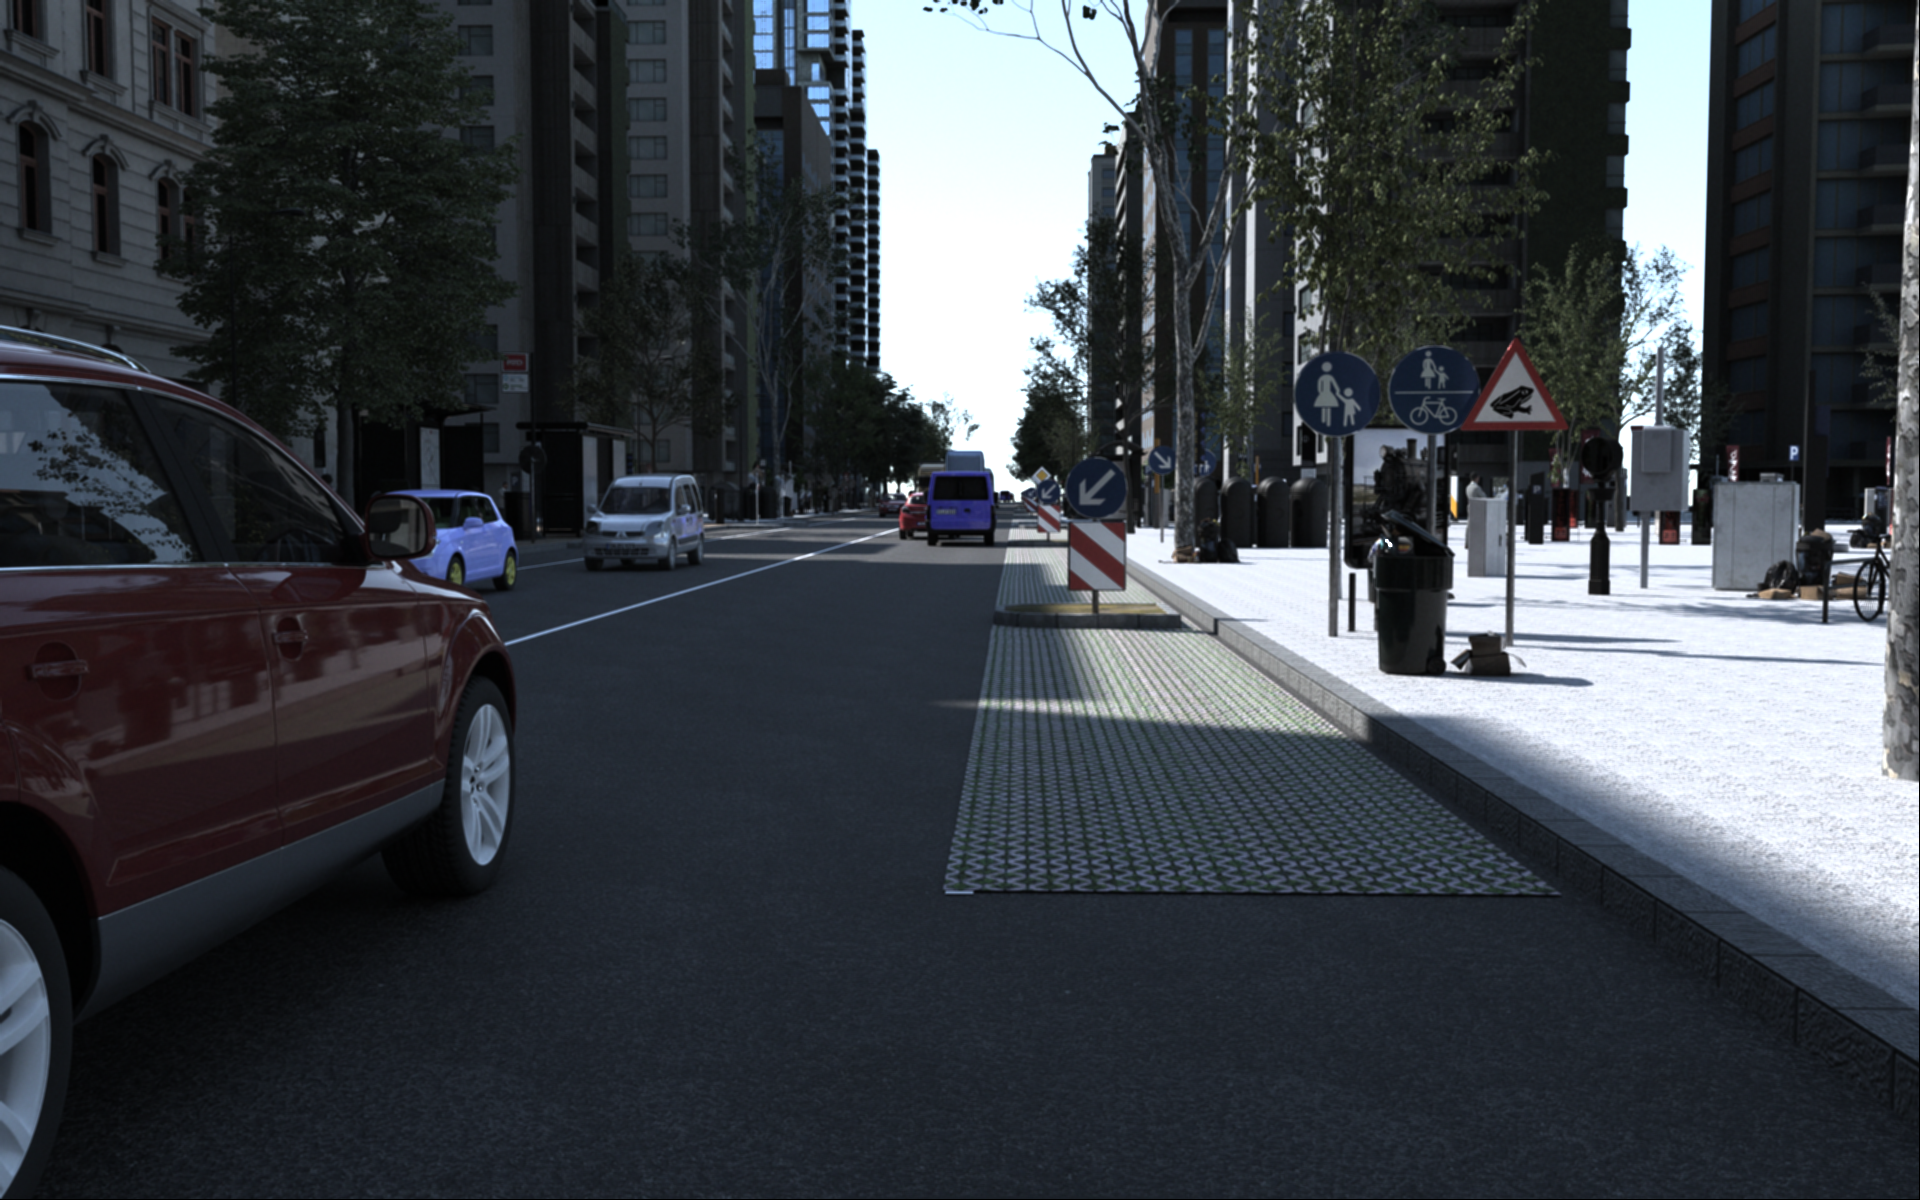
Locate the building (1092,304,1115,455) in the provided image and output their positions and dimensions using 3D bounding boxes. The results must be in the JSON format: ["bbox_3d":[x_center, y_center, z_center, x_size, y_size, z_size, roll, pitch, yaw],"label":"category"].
[{"bbox_3d":[28.717,-30.859,276.249,14.160,30.474,14.107,0,4,2],"label":"building"}]

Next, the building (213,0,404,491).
[{"bbox_3d":[-29.144,-12.485,58.888,16.860,20.320,10.420,0,4,2],"label":"building"}]

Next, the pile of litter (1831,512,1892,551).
[{"bbox_3d":[21.892,-1.660,41.107,1.719,0.858,1.176,-1,4,-15],"label":"pile of litter"}]

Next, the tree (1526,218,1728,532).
[{"bbox_3d":[22.194,-7.615,58.922,7.601,10.594,8.767,1,4,16],"label":"tree"}]

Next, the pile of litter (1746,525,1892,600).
[{"bbox_3d":[10.612,-0.447,21.280,1.719,0.858,1.176,2,4,25],"label":"pile of litter"}]

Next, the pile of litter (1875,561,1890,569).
[{"bbox_3d":[16.278,-0.938,29.308,1.176,0.858,1.719,0,4,5],"label":"pile of litter"}]

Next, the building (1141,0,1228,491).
[{"bbox_3d":[22.908,-30.370,146.653,14.600,45.320,14.200,0,4,2],"label":"building"}]

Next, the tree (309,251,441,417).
[{"bbox_3d":[-16.840,-6.129,50.573,4.737,8.622,4.395,0,3,0],"label":"tree"}]

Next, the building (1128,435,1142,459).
[{"bbox_3d":[29.812,-53.179,182.149,22.319,86.520,31.000,0,4,2],"label":"building"}]

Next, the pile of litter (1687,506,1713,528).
[{"bbox_3d":[28.927,-3.227,66.726,1.176,0.858,1.719,1,4,10],"label":"pile of litter"}]

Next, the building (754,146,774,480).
[{"bbox_3d":[-32.625,-29.149,168.474,32.217,40.220,23.993,0,4,2],"label":"building"}]

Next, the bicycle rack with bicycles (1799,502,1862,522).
[{"bbox_3d":[40.576,-4.129,80.897,2.925,0.926,2.852,2,4,23],"label":"bicycle rack with bicycles"}]

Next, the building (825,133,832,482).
[{"bbox_3d":[-22.596,-33.754,201.988,14.600,45.320,14.200,0,4,2],"label":"building"}]

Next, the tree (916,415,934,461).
[{"bbox_3d":[-6.933,-16.361,193.265,9.928,11.665,9.643,0,3,0],"label":"tree"}]

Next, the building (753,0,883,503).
[{"bbox_3d":[-23.474,-59.966,293.113,22.319,86.520,31.000,0,4,2],"label":"building"}]

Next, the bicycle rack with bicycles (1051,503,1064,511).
[{"bbox_3d":[8.188,-6.940,126.852,2.852,0.926,2.925,-1,4,-20],"label":"bicycle rack with bicycles"}]

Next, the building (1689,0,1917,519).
[{"bbox_3d":[56.357,-27.000,96.077,28.867,44.769,22.147,0,4,2],"label":"building"}]

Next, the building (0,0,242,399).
[{"bbox_3d":[-27.375,-15.315,37.785,14.401,28.519,23.554,0,4,2],"label":"building"}]

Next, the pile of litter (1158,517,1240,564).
[{"bbox_3d":[4.502,-1.134,32.508,1.719,0.858,1.176,-1,4,-10],"label":"pile of litter"}]

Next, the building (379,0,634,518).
[{"bbox_3d":[-26.627,-19.814,95.668,14.160,30.474,14.107,0,4,2],"label":"building"}]

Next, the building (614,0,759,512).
[{"bbox_3d":[-22.395,-26.853,122.646,14.154,41.232,14.086,0,4,2],"label":"building"}]

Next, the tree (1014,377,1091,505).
[{"bbox_3d":[8.430,-14.978,163.013,7.486,12.596,7.792,0,3,0],"label":"tree"}]

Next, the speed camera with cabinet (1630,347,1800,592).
[{"bbox_3d":[10.118,-1.767,23.219,2.038,3.252,0.660,2,4,31],"label":"speed camera with cabinet"}]

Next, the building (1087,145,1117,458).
[{"bbox_3d":[32.433,-46.240,298.029,21.231,58.520,28.212,0,4,2],"label":"building"}]

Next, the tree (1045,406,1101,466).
[{"bbox_3d":[8.756,-11.181,133.169,4.737,8.622,4.395,0,3,0],"label":"tree"}]

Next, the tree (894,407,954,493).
[{"bbox_3d":[-5.342,-18.654,223.118,7.486,12.596,7.792,0,3,0],"label":"tree"}]

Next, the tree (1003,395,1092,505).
[{"bbox_3d":[9.578,-16.559,187.748,9.611,12.733,9.660,0,3,0],"label":"tree"}]

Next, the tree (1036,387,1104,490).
[{"bbox_3d":[7.697,-10.304,118.829,4.360,8.622,3.978,0,3,0],"label":"tree"}]

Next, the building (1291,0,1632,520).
[{"bbox_3d":[25.582,-19.515,90.779,14.107,30.474,14.160,0,4,2],"label":"building"}]

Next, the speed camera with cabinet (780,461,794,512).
[{"bbox_3d":[-10.528,-6.697,103.832,0.660,3.252,2.038,-1,4,-21],"label":"speed camera with cabinet"}]

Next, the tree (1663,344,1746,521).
[{"bbox_3d":[35.102,-8.127,83.234,4.360,8.622,3.978,0,3,0],"label":"tree"}]

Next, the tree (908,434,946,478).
[{"bbox_3d":[-5.319,-19.653,255.734,7.601,10.594,8.767,0,4,8],"label":"tree"}]

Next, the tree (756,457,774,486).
[{"bbox_3d":[-17.044,-9.802,143.977,4.285,4.588,4.351,0,3,0],"label":"tree"}]

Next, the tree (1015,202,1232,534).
[{"bbox_3d":[5.200,-7.429,55.872,7.601,10.594,8.767,0,4,8],"label":"tree"}]

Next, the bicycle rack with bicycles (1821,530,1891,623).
[{"bbox_3d":[10.078,-0.239,17.284,2.925,0.926,2.852,-3,5,-45],"label":"bicycle rack with bicycles"}]

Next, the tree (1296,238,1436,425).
[{"bbox_3d":[11.731,-6.030,48.957,4.360,8.622,3.978,0,3,0],"label":"tree"}]

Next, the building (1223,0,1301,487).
[{"bbox_3d":[28.672,-35.162,116.892,21.231,58.520,28.212,0,4,2],"label":"building"}]

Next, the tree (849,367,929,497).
[{"bbox_3d":[-7.348,-16.224,171.911,9.857,13.997,8.962,0,3,0],"label":"tree"}]

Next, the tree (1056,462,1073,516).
[{"bbox_3d":[6.522,-6.671,103.668,1.663,3.219,1.824,0,3,0],"label":"tree"}]

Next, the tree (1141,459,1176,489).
[{"bbox_3d":[14.344,-8.589,124.147,4.285,4.588,4.351,0,3,0],"label":"tree"}]

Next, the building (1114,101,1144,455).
[{"bbox_3d":[30.043,-35.849,209.835,21.300,48.544,21.600,0,4,2],"label":"building"}]

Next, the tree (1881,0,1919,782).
[{"bbox_3d":[5.567,-9.200,6.312,12.611,20.169,13.585,0,3,0],"label":"tree"}]

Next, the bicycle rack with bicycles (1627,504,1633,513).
[{"bbox_3d":[46.071,-6.711,123.105,2.852,0.926,2.925,0,4,-4],"label":"bicycle rack with bicycles"}]

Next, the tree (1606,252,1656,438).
[{"bbox_3d":[18.397,-6.207,51.849,4.737,8.622,4.395,0,3,0],"label":"tree"}]

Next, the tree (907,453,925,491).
[{"bbox_3d":[-6.025,-17.166,231.027,4.360,8.622,3.978,0,3,0],"label":"tree"}]

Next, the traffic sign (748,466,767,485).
[{"bbox_3d":[-8.471,-4.283,72.214,0.795,2.593,0.064,0,4,2],"label":"traffic sign"}]

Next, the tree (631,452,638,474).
[{"bbox_3d":[-21.190,-7.509,106.481,4.285,4.588,4.351,0,3,0],"label":"tree"}]

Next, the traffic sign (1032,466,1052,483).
[{"bbox_3d":[3.416,-4.258,71.801,0.795,2.593,0.064,0,4,2],"label":"traffic sign"}]

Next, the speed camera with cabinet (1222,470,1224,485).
[{"bbox_3d":[21.783,-8.870,139.354,0.660,3.252,2.038,-2,4,-28],"label":"speed camera with cabinet"}]

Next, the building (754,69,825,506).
[{"bbox_3d":[-23.031,-32.844,187.110,14.600,45.320,14.200,0,4,2],"label":"building"}]

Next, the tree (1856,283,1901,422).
[{"bbox_3d":[26.576,-5.879,46.481,4.360,8.622,3.978,0,3,0],"label":"tree"}]

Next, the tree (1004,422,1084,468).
[{"bbox_3d":[13.295,-22.030,270.553,12.009,13.543,11.850,0,3,0],"label":"tree"}]
